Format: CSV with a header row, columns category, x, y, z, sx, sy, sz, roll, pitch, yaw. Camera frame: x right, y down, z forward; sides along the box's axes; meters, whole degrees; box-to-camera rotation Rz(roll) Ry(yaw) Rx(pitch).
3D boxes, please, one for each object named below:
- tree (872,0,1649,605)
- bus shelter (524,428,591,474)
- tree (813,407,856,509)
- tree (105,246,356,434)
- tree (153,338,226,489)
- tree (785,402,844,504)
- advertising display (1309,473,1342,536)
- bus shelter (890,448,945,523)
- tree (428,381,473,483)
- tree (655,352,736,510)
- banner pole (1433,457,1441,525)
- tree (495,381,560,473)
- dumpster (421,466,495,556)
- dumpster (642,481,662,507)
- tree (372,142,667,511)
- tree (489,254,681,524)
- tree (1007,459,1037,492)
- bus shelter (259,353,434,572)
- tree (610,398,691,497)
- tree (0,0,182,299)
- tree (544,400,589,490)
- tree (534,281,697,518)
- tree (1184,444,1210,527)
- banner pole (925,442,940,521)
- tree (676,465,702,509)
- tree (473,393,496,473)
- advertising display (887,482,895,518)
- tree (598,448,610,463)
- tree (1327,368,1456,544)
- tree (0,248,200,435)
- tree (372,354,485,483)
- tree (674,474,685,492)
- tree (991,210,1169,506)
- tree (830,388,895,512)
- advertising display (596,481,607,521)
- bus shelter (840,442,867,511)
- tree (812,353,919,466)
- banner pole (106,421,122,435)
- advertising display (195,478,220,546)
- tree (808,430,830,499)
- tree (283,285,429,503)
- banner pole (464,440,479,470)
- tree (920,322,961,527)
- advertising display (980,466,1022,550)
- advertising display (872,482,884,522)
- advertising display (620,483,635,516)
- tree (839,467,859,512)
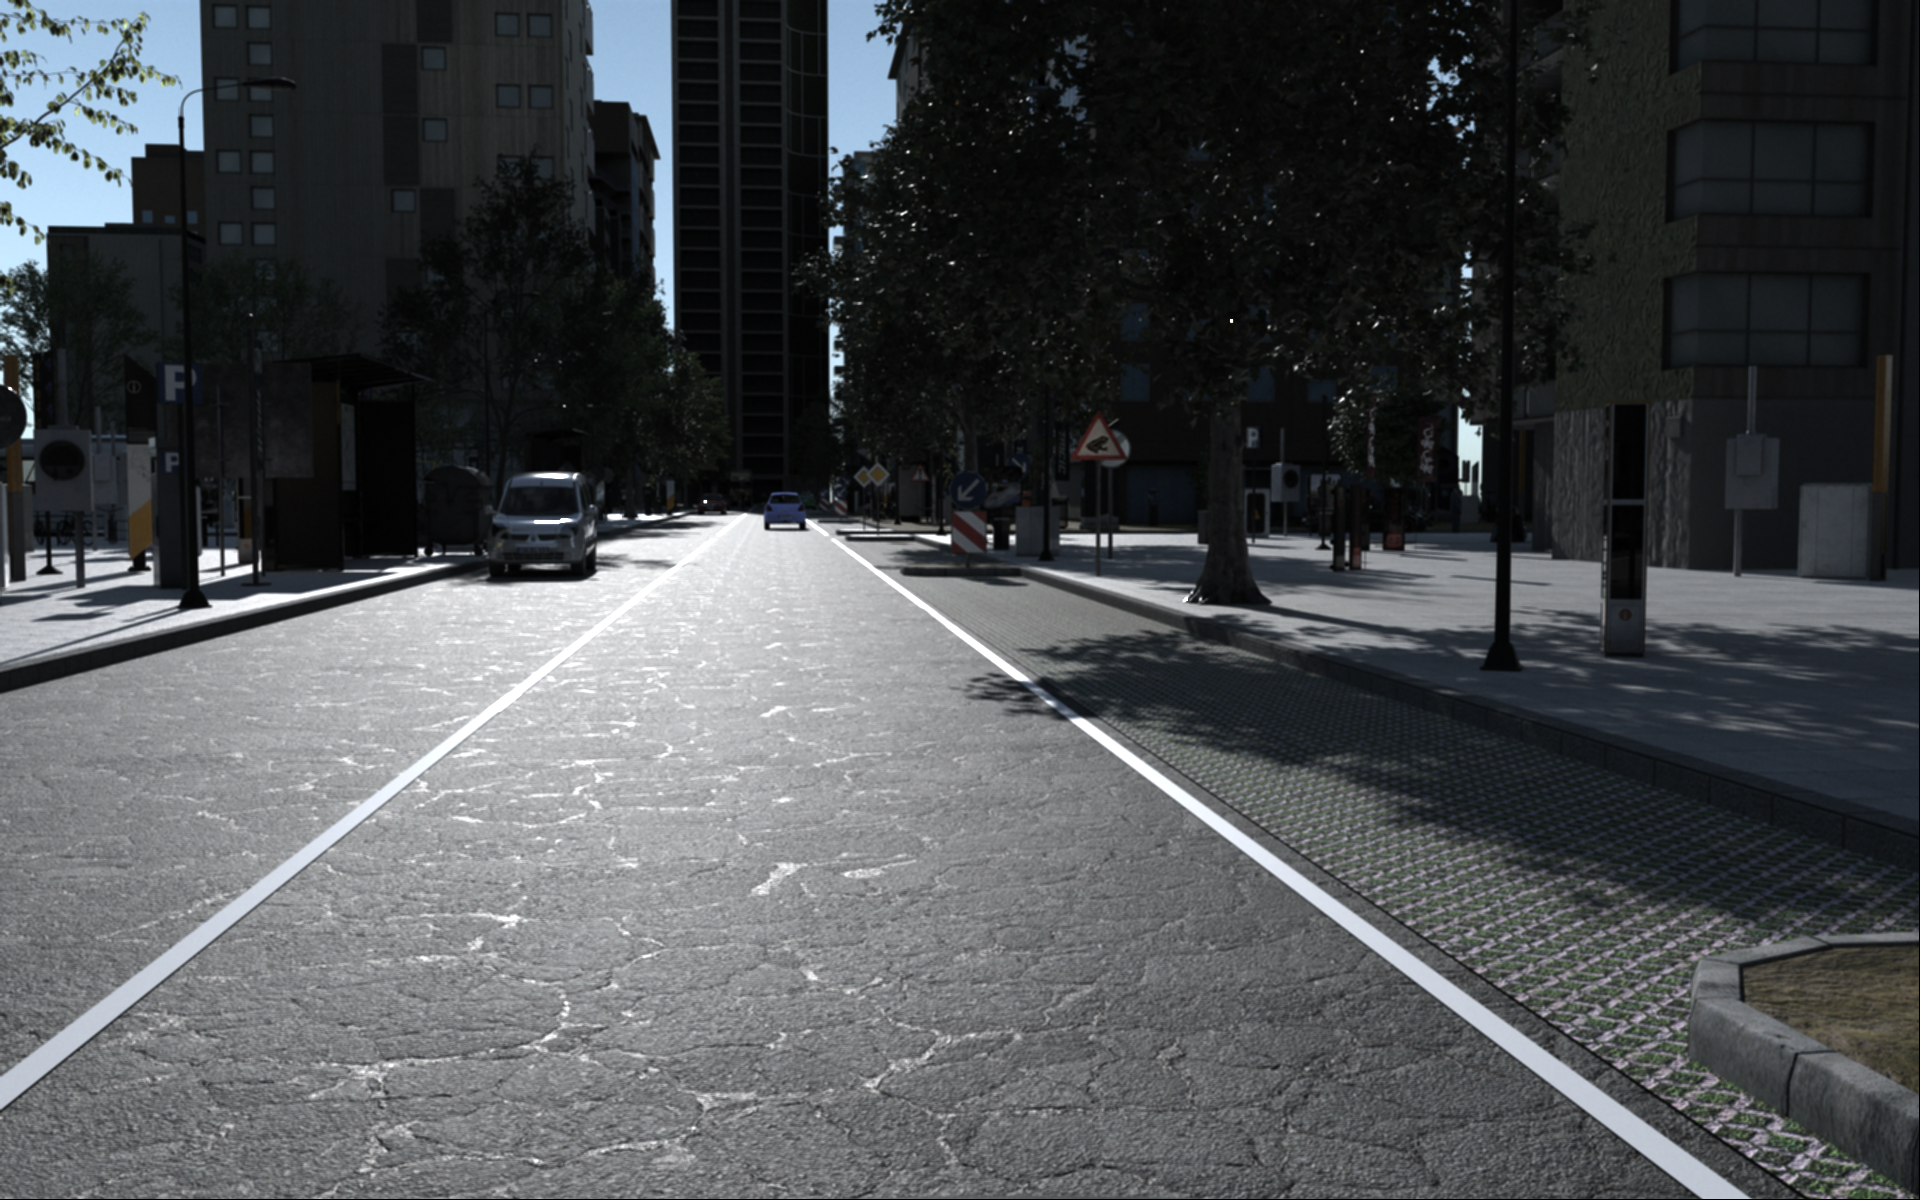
category,x,y,z,sx,sy,sz,roll,pitch,yaw
tree,3.045,-6.303,20.067,9.611,12.733,9.660,0,3,0
bus shelter,-14.878,-4.466,64.296,1.731,3.624,6.357,0,4,-6
tree,-10.573,-11.985,146.317,4.360,8.622,3.978,0,3,0
tree,-29.263,-8.937,71.868,9.928,11.665,9.643,0,3,0
tree,-36.271,-8.093,82.684,4.737,8.622,4.395,0,3,0
tree,-17.905,-18.031,212.936,7.486,12.596,7.792,0,3,0
advertising display,11.058,-2.889,52.451,0.974,1.923,0.123,0,4,7
bus shelter,-1.950,-5.156,78.231,2.014,3.302,5.546,0,4,-6
tree,-29.751,-8.839,94.884,4.360,8.622,3.978,0,3,0
tree,-21.855,-13.449,138.014,7.486,12.596,7.792,0,3,0
banner pole,19.713,-4.999,71.750,0.401,3.779,0.863,1,4,21
tree,-27.973,-9.992,113.737,4.360,8.622,3.978,0,3,0
dumpster,-10.538,-1.873,36.386,1.264,1.857,1.865,0,4,-6
dumpster,-21.996,-7.445,124.224,1.502,2.255,1.985,0,4,-6
tree,-12.112,-6.824,45.982,7.601,10.594,8.767,1,4,22
tree,-16.208,-9.138,75.169,9.928,11.665,9.643,0,3,0
tree,2.553,-5.204,79.686,1.663,3.219,1.824,0,3,0
bus shelter,-11.120,-2.478,31.797,1.731,3.624,6.357,0,4,-6
tree,-19.018,-9.752,109.805,4.360,8.622,3.978,0,3,0
tree,-8.376,-3.826,12.924,4.360,8.622,3.978,0,3,0
tree,-26.571,-10.340,119.427,4.737,8.622,4.395,0,3,0
tree,-17.725,-10.715,92.202,9.611,12.733,9.660,0,3,0
tree,9.512,-4.435,67.109,1.663,3.219,1.824,0,3,0
banner pole,-1.242,-5.655,82.484,0.401,3.779,0.863,-2,4,-24
tree,-24.217,-10.245,151.225,4.285,4.588,4.351,0,3,0
tree,-32.693,-10.286,118.537,4.360,8.622,3.978,0,3,0
advertising display,-3.611,-5.357,92.796,0.123,1.923,0.974,2,4,35
tree,-27.305,-10.894,128.475,4.360,8.622,3.978,0,3,0
tree,11.220,-3.752,45.058,4.285,4.588,4.351,0,3,0
tree,-37.610,-8.997,72.863,9.928,11.665,9.643,0,3,0
tree,-27.050,-8.524,89.737,4.737,8.622,4.395,0,3,0
tree,-21.719,-8.267,129.765,1.663,3.219,1.824,0,3,0
tree,2.090,-5.282,36.730,4.737,8.622,4.395,0,3,0
tree,-4.791,-9.049,98.313,4.737,8.622,4.395,0,3,0
advertising display,-17.168,-4.739,82.696,0.123,1.923,0.974,-3,5,-43
bus shelter,-7.900,-9.340,130.344,2.179,5.291,8.768,0,4,-6
tree,-5.460,-10.497,106.038,7.601,10.594,8.767,1,4,8
banner pole,-29.090,-4.264,59.734,0.863,3.779,0.401,2,4,24
advertising display,-18.618,-2.270,42.331,0.974,1.923,0.123,-3,4,-39
tree,-13.617,-14.226,182.952,4.737,8.622,4.395,0,3,0
tree,-22.281,-6.835,62.122,4.360,8.622,3.978,0,3,0
banner pole,-22.717,-5.529,80.413,0.863,3.779,0.401,0,4,-3
tree,-0.802,-7.205,68.168,4.360,8.622,3.978,0,3,0
advertising display,0.947,-2.119,39.863,0.974,1.923,0.123,-1,4,-9
advertising display,-3.829,-4.617,80.704,0.123,1.923,0.974,2,4,26
advertising display,-19.176,-5.790,99.876,0.123,1.923,0.974,3,5,45
tree,-7.675,-7.858,123.076,1.663,3.219,1.824,0,3,0
